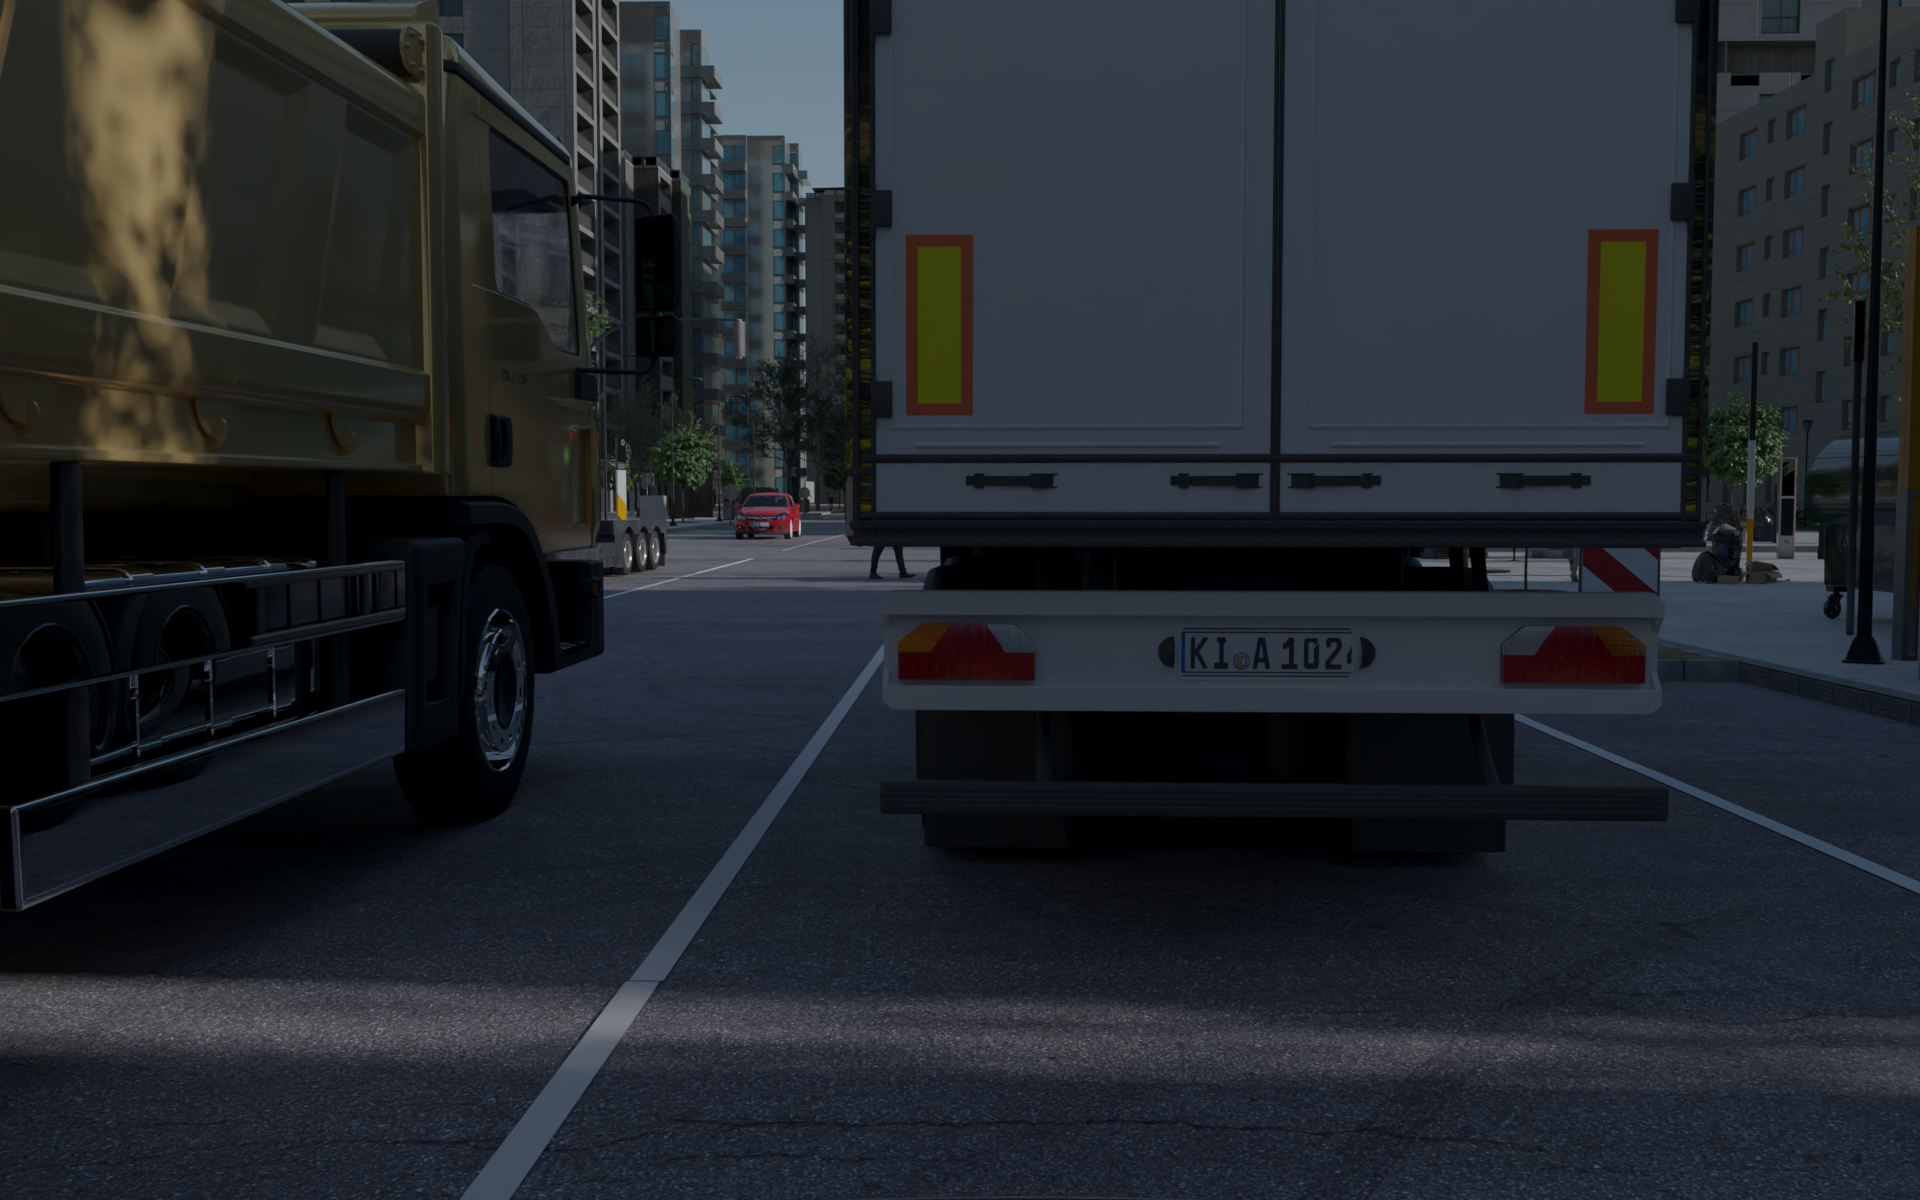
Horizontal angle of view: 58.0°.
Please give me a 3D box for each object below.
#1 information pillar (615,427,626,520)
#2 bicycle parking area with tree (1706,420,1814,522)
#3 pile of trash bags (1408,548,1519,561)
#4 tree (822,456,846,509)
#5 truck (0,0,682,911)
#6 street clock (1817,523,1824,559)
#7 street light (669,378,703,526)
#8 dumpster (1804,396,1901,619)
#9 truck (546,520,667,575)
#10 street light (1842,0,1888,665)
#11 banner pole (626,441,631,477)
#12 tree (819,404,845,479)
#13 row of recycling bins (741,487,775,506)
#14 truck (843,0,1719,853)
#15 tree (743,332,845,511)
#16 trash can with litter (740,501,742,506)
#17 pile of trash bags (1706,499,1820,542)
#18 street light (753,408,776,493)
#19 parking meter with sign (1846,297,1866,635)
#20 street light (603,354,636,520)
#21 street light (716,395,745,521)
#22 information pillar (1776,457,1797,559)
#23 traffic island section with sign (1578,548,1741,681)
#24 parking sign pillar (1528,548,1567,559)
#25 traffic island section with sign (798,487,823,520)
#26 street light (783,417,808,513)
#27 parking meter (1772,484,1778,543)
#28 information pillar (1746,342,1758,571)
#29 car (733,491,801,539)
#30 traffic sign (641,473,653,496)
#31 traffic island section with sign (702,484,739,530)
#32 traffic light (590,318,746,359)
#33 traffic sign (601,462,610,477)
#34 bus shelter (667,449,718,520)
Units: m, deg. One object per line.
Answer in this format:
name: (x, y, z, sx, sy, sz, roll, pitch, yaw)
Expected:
information pillar: (-11.727, -4.194, 59.934, 0.183, 3.616, 0.504, 2, 4, 26)
bicycle parking area with tree: (30.260, -4.908, 67.247, 8.231, 4.147, 9.016, 1, 4, 15)
pile of trash bags: (9.869, -1.508, 34.415, 1.912, 1.369, 3.447, -2, 4, -23)
tree: (-10.520, -10.227, 150.917, 4.285, 4.588, 4.351, 0, 3, 0)
truck: (-3.343, -0.591, 5.589, 3.469, 3.379, 9.791, 0, 4, 2)
street clock: (16.993, -1.799, 33.977, 0.471, 2.002, 0.358, -2, 4, -25)
street light: (-10.966, -5.916, 69.260, 1.470, 5.913, 1.316, 0, 4, 1)
dumpster: (9.464, -0.886, 16.974, 1.502, 2.255, 1.985, 0, 4, 1)
truck: (-7.315, -2.074, 23.668, 2.967, 4.110, 18.799, 0, 4, 3)
street light: (6.342, -2.476, 13.030, 1.470, 5.913, 1.316, 0, 4, 1)
banner pole: (-14.082, -5.054, 72.655, 0.863, 3.779, 0.401, 2, 4, 34)
tree: (-10.307, -16.361, 184.509, 9.611, 12.733, 9.660, 0, 3, 0)
row of recycling bins: (-11.535, -5.658, 99.616, 1.069, 1.692, 3.534, 1, 4, 18)
truck: (1.170, -1.314, 10.393, 2.839, 4.237, 11.283, 0, 4, 3)
tree: (-10.659, -13.420, 129.782, 12.009, 13.543, 11.850, 0, 3, 0)
trash can with litter: (-12.477, -5.565, 102.372, 1.055, 1.170, 0.624, 1, 4, 18)
pile of trash bags: (22.119, -2.287, 47.152, 1.912, 1.369, 3.447, -3, 5, -41)
street light: (-10.550, -7.375, 93.125, 1.470, 5.913, 1.316, 0, 4, 1)
parking meter with sign: (8.826, -1.163, 15.282, 1.738, 3.016, 0.543, 2, 4, 26)
street light: (-11.228, -5.190, 57.394, 1.470, 5.913, 1.316, 0, 4, 1)
street light: (-10.738, -6.635, 81.018, 1.470, 5.913, 1.316, 0, 4, 1)
information pillar: (16.413, -1.829, 34.393, 0.304, 2.012, 0.304, 1, 4, 18)
traffic island section with sign: (5.019, -0.342, 14.222, 1.989, 1.847, 2.006, 0, 4, 1)
parking sign pillar: (12.168, -2.832, 34.783, 1.447, 3.967, 1.447, 2, 4, 32)
traffic island section with sign: (-8.667, -5.381, 96.602, 1.989, 1.847, 2.006, 0, 4, 1)
street light: (-10.146, -8.104, 105.034, 1.470, 5.913, 1.316, 0, 4, 1)
parking meter: (21.549, -2.266, 45.457, 0.372, 1.533, 0.369, 0, 3, 0)
information pillar: (12.304, -2.175, 26.923, 0.183, 3.616, 0.504, 1, 4, 22)
car: (-6.227, -2.892, 56.318, 2.155, 1.783, 4.494, 0, 4, 0)
traffic sign: (-15.008, -4.952, 83.098, 0.606, 2.300, 0.079, 0, 4, 2)
traffic island section with sign: (-9.233, -3.732, 69.653, 1.989, 1.847, 2.006, 0, 4, 1)
traffic light: (-7.948, -4.297, 44.917, 4.771, 5.953, 1.251, 0, 4, 1)
traffic sign: (-13.904, -4.141, 67.807, 0.768, 2.556, 0.104, 0, 4, 8)
bus shelter: (-13.860, -6.050, 90.208, 1.731, 3.624, 6.357, 0, 4, 1)
